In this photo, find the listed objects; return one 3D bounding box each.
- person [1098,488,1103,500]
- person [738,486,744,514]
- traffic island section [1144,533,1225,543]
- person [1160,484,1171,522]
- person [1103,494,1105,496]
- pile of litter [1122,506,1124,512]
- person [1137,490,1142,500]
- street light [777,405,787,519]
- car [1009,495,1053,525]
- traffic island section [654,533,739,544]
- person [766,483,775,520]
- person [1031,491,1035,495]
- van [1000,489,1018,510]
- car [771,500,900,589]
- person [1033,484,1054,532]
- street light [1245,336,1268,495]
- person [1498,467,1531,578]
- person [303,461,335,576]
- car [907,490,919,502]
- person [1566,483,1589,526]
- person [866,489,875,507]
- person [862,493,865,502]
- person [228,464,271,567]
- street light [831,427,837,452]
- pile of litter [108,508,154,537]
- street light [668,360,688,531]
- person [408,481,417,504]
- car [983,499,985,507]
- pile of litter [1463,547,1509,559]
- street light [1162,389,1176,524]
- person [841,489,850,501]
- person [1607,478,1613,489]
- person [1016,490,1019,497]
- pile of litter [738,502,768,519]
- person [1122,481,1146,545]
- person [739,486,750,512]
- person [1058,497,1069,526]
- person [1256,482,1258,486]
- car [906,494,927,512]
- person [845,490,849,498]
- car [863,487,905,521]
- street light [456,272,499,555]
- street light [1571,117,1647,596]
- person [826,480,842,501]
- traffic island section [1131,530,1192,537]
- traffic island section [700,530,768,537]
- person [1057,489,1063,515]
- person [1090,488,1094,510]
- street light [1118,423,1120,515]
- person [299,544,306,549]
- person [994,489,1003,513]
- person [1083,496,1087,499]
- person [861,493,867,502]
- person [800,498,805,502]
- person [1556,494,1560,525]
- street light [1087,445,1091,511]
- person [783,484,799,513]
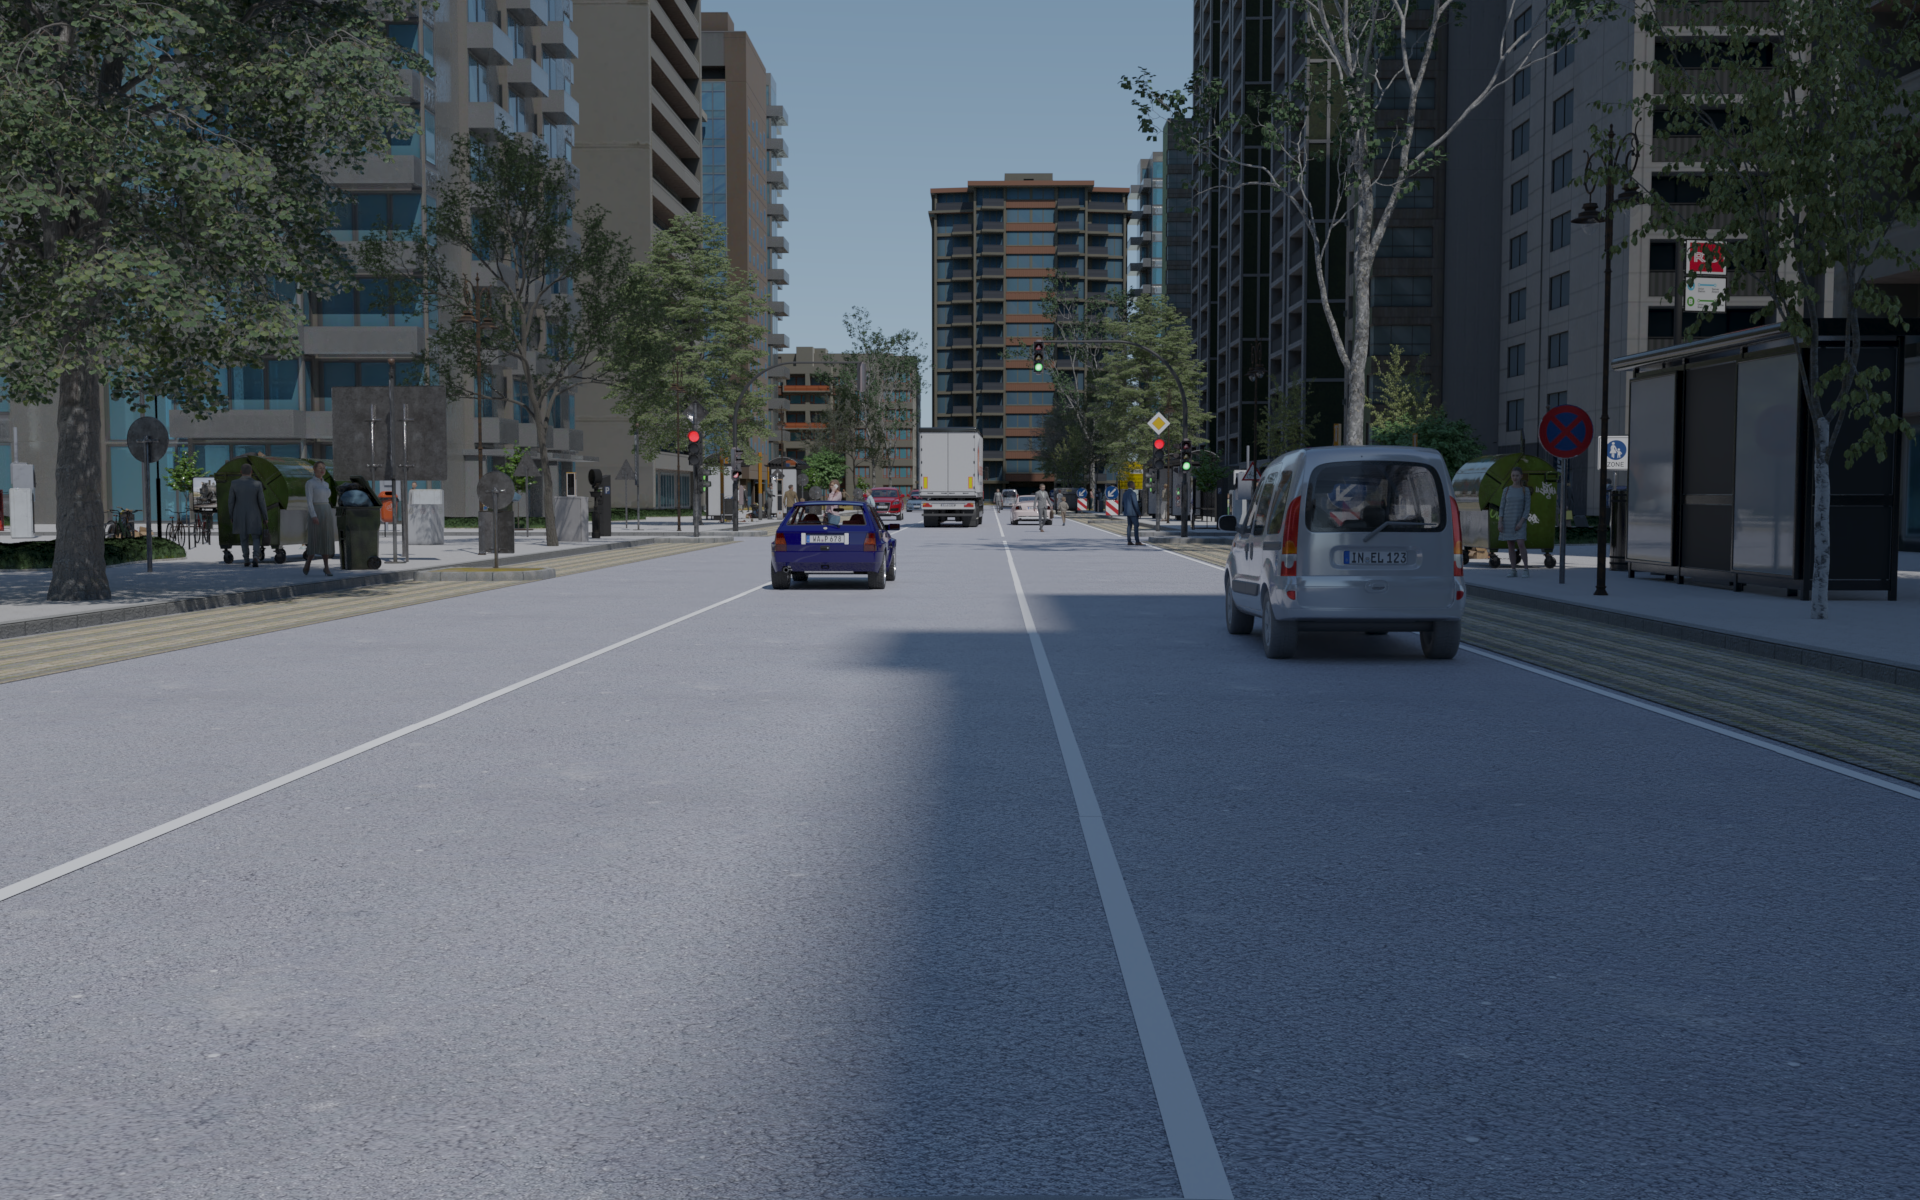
[{"bbox_3d":[10.198,-7.295,126.321,0.522,1.701,0.512,-2,4,-35],"label":"person"},{"bbox_3d":[-14.178,-6.439,111.542,0.478,1.798,0.641,-3,5,-42],"label":"person"},{"bbox_3d":[6.665,-1.779,51.367,2.009,0.180,2.903,0,4,1],"label":"traffic island section"},{"bbox_3d":[9.568,-4.536,80.762,0.519,1.759,0.362,-2,4,-26],"label":"person"},{"bbox_3d":[16.037,-11.156,188.407,1.348,1.831,0.705,3,5,41],"label":"person"},{"bbox_3d":[11.545,-6.833,125.678,1.719,0.858,1.176,-1,4,-13],"label":"pile of litter"},{"bbox_3d":[21.101,-12.002,202.793,1.217,1.766,0.721,0,4,-3],"label":"person"},{"bbox_3d":[-9.205,-7.146,89.619,0.468,5.910,1.993,0,4,1],"label":"street light"},{"bbox_3d":[3.334,-4.208,81.170,2.083,1.381,4.827,0,4,0],"label":"car"},{"bbox_3d":[-7.874,-1.794,51.620,2.009,0.180,2.903,0,4,1],"label":"traffic island section"},{"bbox_3d":[-9.474,-4.959,86.925,0.447,1.846,0.655,0,4,3],"label":"person"},{"bbox_3d":[8.193,-11.293,193.148,1.348,1.824,0.705,1,4,15],"label":"person"},{"bbox_3d":[4.441,-9.107,155.909,2.013,2.044,4.112,0,4,1],"label":"van"},{"bbox_3d":[-1.948,-0.909,27.437,1.945,1.354,3.894,0,4,1],"label":"car"},{"bbox_3d":[3.130,-3.471,65.371,0.709,1.813,0.853,-2,4,-30],"label":"person"},{"bbox_3d":[8.677,-4.775,50.854,0.468,5.910,1.993,0,4,1],"label":"street light"},{"bbox_3d":[8.570,-1.202,26.700,0.512,1.701,0.522,2,4,33],"label":"person"},{"bbox_3d":[-10.067,-1.274,27.104,0.641,1.798,0.478,3,4,38],"label":"person"},{"bbox_3d":[-3.448,-8.667,150.379,2.281,1.827,5.304,0,4,2],"label":"car"},{"bbox_3d":[20.755,-3.194,58.475,1.509,1.804,0.699,-2,4,-33],"label":"person"},{"bbox_3d":[-3.219,-3.137,61.601,0.330,1.601,0.589,-1,4,-13],"label":"person"},{"bbox_3d":[-11.446,-12.032,203.560,0.742,1.727,0.445,-3,5,-42],"label":"person"},{"bbox_3d":[-12.488,-1.488,30.474,0.694,1.812,0.767,-1,4,-13],"label":"person"},{"bbox_3d":[-8.668,-8.933,118.850,0.468,5.910,1.993,0,4,1],"label":"street light"},{"bbox_3d":[-24.561,-2.295,51.485,1.176,0.858,1.719,3,5,42],"label":"pile of litter"},{"bbox_3d":[-9.717,-5.319,59.747,0.468,5.910,1.993,0,4,1],"label":"street light"},{"bbox_3d":[-19.103,-3.286,60.526,0.760,1.731,0.466,0,4,1],"label":"person"},{"bbox_3d":[0.849,-7.075,127.682,2.014,1.417,4.499,0,4,0],"label":"car"},{"bbox_3d":[10.132,-1.261,34.583,1.176,0.858,1.719,-2,4,-23],"label":"pile of litter"},{"bbox_3d":[9.068,-6.270,75.308,0.468,5.910,1.993,0,4,1],"label":"street light"},{"bbox_3d":[-11.996,-10.575,178.948,1.348,1.823,0.705,1,4,20],"label":"person"},{"bbox_3d":[22.788,-3.337,60.696,0.679,1.850,0.850,1,4,15],"label":"person"},{"bbox_3d":[5.570,-10.001,171.986,0.705,1.831,1.348,-3,5,-42],"label":"person"},{"bbox_3d":[-10.730,-4.692,90.679,1.719,0.858,1.176,1,4,12],"label":"pile of litter"},{"bbox_3d":[4.821,-2.433,48.455,0.419,1.800,0.721,-3,4,-39],"label":"person"},{"bbox_3d":[-15.241,-7.131,122.405,0.755,1.850,0.659,1,4,14],"label":"person"},{"bbox_3d":[4.653,-3.996,78.106,0.475,1.303,0.640,-1,4,-9],"label":"person"},{"bbox_3d":[13.625,-4.454,78.965,0.850,1.850,0.679,-1,4,-13],"label":"person"},{"bbox_3d":[-3.307,-7.738,138.522,2.014,1.417,4.499,0,4,3],"label":"car"},{"bbox_3d":[-12.362,-10.912,184.970,1.217,1.766,0.721,-3,5,-41],"label":"person"},{"bbox_3d":[-4.144,-5.276,94.940,2.281,1.827,5.304,0,3,0],"label":"car"},{"bbox_3d":[-10.071,-3.885,36.314,0.468,5.910,1.993,0,4,1],"label":"street light"},{"bbox_3d":[8.130,-2.997,21.795,0.468,5.910,1.993,0,4,1],"label":"street light"},{"bbox_3d":[-2.733,-1.791,38.374,0.643,1.750,0.593,-1,4,-20],"label":"person"},{"bbox_3d":[6.802,-2.267,59.351,2.009,0.180,2.903,0,4,1],"label":"traffic island section"},{"bbox_3d":[-7.738,-2.283,59.604,2.009,0.180,2.903,0,4,1],"label":"traffic island section"},{"bbox_3d":[6.956,-6.808,120.373,0.480,1.755,0.524,0,4,-4],"label":"person"},{"bbox_3d":[10.822,-8.260,141.800,0.721,1.736,1.217,0,4,-7],"label":"person"},{"bbox_3d":[9.592,-8.041,104.264,0.468,5.910,1.993,0,4,1],"label":"street light"},{"bbox_3d":[-15.110,-1.988,40.355,0.589,1.601,0.330,-2,4,-33],"label":"person"},{"bbox_3d":[2.903,-7.473,130.802,0.709,1.813,0.853,-1,4,-10],"label":"person"},{"bbox_3d":[14.670,-12.160,204.938,0.705,1.814,1.350,2,4,34],"label":"person"},{"bbox_3d":[-8.174,-8.672,151.053,0.991,1.433,0.599,0,4,-3],"label":"person"},{"bbox_3d":[-6.797,-3.718,73.970,0.332,1.250,0.352,2,4,28],"label":"person"},{"bbox_3d":[20.990,-3.107,61.121,0.640,1.303,0.475,0,4,2],"label":"person"},{"bbox_3d":[9.973,-9.813,133.223,0.468,5.910,1.993,0,4,1],"label":"street light"},{"bbox_3d":[-7.094,-3.956,73.087,0.656,1.842,0.836,-2,4,-33],"label":"person"}]
